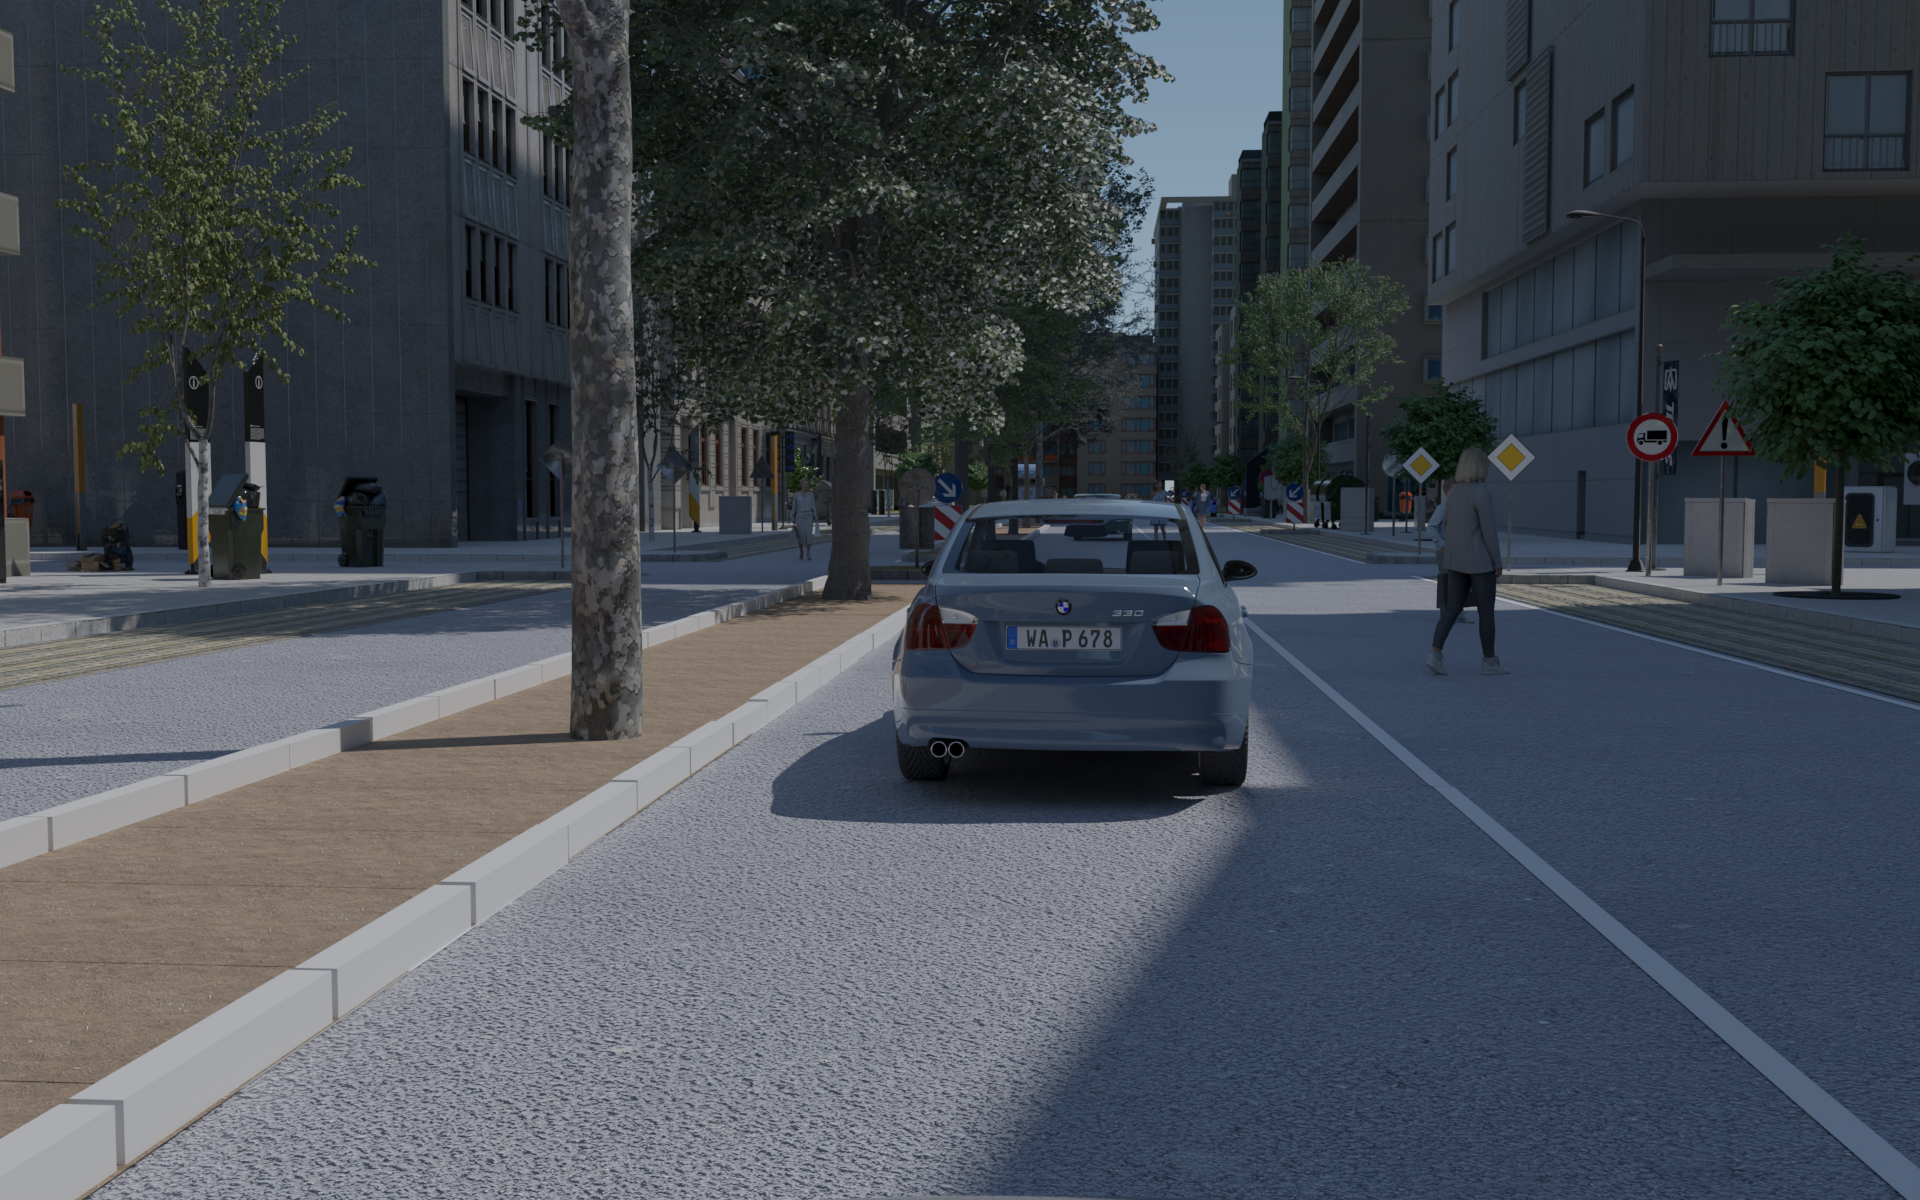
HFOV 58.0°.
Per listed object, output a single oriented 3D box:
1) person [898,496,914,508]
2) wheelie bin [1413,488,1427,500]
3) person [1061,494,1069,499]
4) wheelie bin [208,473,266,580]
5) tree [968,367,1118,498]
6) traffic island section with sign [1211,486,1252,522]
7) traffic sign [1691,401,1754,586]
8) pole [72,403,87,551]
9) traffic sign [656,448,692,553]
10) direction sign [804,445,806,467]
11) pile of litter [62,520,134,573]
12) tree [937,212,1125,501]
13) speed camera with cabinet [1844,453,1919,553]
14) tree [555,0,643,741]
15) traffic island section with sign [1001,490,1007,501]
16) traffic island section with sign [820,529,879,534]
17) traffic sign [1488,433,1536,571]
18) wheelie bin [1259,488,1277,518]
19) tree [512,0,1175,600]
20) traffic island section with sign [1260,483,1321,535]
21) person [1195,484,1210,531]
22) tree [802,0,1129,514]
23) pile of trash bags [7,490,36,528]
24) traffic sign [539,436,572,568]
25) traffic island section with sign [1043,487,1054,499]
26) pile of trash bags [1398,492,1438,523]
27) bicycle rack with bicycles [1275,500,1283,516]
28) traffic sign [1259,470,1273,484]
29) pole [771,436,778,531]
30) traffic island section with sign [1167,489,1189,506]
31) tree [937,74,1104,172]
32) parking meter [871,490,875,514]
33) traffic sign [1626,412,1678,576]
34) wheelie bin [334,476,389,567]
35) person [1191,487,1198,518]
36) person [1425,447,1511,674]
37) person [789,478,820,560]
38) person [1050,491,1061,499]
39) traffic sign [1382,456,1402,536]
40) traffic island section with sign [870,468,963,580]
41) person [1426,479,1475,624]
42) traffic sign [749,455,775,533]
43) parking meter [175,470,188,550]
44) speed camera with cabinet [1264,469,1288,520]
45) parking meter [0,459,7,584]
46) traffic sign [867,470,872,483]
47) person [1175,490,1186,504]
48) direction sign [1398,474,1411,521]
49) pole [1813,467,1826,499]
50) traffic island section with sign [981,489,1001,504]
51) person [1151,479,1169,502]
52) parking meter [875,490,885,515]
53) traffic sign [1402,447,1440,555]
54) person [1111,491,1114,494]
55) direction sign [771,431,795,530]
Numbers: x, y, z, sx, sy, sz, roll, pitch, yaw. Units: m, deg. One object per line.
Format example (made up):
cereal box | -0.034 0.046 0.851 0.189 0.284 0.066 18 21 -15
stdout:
person | -2.735 -4.725 86.022 0.850 1.792 0.678 3 4 39
wheelie bin | 22.704 -4.707 84.860 0.980 1.594 0.693 1 4 16
person | 8.957 -8.344 148.108 0.799 1.438 0.628 -2 4 -33
wheelie bin | -10.928 -1.114 26.124 0.980 1.594 0.693 2 4 35
tree | 4.549 -9.724 95.863 8.767 10.594 7.601 0 4 5
traffic island section with sign | 13.885 -4.903 88.789 1.989 1.847 2.006 0 4 5
traffic sign | 10.643 -1.479 24.190 0.884 2.594 0.081 0 4 5
pole | -19.851 -2.765 39.052 0.158 3.312 0.155 0 3 0
traffic sign | -6.257 -2.097 37.928 0.795 2.450 0.064 0 4 5
direction sign | -7.133 -5.362 79.660 0.379 3.537 0.876 0 4 0
pile of litter | -14.428 -0.922 29.040 1.176 0.858 1.719 -1 4 -10
tree | 1.978 -8.083 60.376 9.928 11.665 9.643 0 3 0
speed camera with cabinet | 20.156 -2.634 37.399 0.660 3.252 2.038 -2 4 -35
tree | -3.222 -9.308 10.529 12.611 20.169 13.585 0 3 0
traffic island section with sign | 4.254 -9.685 166.974 1.989 1.847 2.006 0 4 5
traffic island section with sign | -3.991 -3.310 62.745 1.989 1.847 2.006 0 4 5
traffic sign | 9.106 -1.532 28.688 0.795 2.450 0.064 0 4 5
wheelie bin | 16.216 -5.102 91.330 0.980 1.594 0.693 -1 4 -17
tree | -1.524 -6.977 23.186 9.857 13.997 8.962 0 3 0
traffic island section with sign | 11.768 -3.259 61.917 1.989 1.847 2.006 0 4 5
person | 9.499 -3.614 67.606 0.581 1.822 0.654 2 4 25
tree | -0.046 -7.277 39.565 7.486 12.596 7.792 0 3 0
pile of trash bags | -22.438 -1.843 39.882 1.912 1.369 3.447 0 4 2
traffic sign | -6.887 -1.610 29.968 0.795 2.450 0.064 0 4 5
traffic island section with sign | 5.700 -6.357 112.075 2.006 1.907 1.989 0 4 5
pile of trash bags | 20.862 -4.086 76.562 1.912 1.369 3.447 -3 5 -40
bicycle rack with bicycles | 19.476 -5.534 103.855 2.852 0.926 2.925 0 4 1
traffic sign | 16.520 -5.704 93.371 0.768 2.556 0.104 0 4 6
pole | -6.522 -4.098 60.850 0.158 3.312 0.155 0 3 0
traffic island section with sign | 17.798 -7.928 138.256 1.989 1.847 2.006 0 4 5
tree | 0.904 -8.348 49.321 12.009 13.543 11.850 0 3 0
parking meter | -5.452 -6.198 109.743 0.372 1.533 0.369 0 3 0
traffic sign | 10.797 -1.650 27.092 0.768 2.556 0.104 1 4 11
wheelie bin | -10.511 -1.385 30.548 0.693 1.594 0.980 2 4 34
person | 13.268 -5.442 97.435 0.622 1.834 0.822 1 4 19
person | 4.002 -0.312 13.790 0.728 1.800 0.709 -1 4 -22
person | -3.358 -1.768 37.754 0.694 1.780 0.624 0 4 6
person | 10.269 -10.901 186.825 1.348 1.812 0.705 0 4 0
traffic sign | 13.214 -3.218 52.717 0.768 2.556 0.104 1 4 10
traffic island section with sign | -0.808 -1.324 29.786 2.006 1.907 1.989 0 4 5
person | 5.426 -0.540 19.142 0.589 1.601 0.330 -2 4 -25
traffic sign | -6.597 -3.531 57.737 0.884 2.594 0.081 1 4 9
parking meter | -17.808 -2.090 39.875 0.255 1.863 0.399 2 4 30
speed camera with cabinet | 16.345 -5.674 87.104 2.038 3.252 0.660 -1 4 -15
parking meter | -13.866 -1.166 24.783 0.399 1.863 0.255 3 5 42
traffic sign | -4.821 -5.343 87.469 0.768 2.556 0.104 1 4 8
person | 18.430 -8.267 144.382 1.217 1.735 0.721 -2 4 -27
direction sign | 20.960 -5.505 81.997 0.379 3.537 0.876 -3 5 -43
pole | 13.838 -2.080 27.859 0.158 3.312 0.155 0 3 0
traffic island section with sign | 2.080 -8.007 139.535 1.989 1.847 2.006 0 4 5
person | 5.173 -2.239 45.199 0.616 1.811 0.778 1 4 23
parking meter | -4.836 -6.038 107.135 0.372 1.533 0.369 0 3 0
traffic sign | 9.736 -2.019 36.648 0.795 2.450 0.064 0 4 5
person | 16.075 -10.669 183.760 0.721 1.723 1.217 -1 4 -22
direction sign | -6.389 -4.310 62.463 0.876 3.537 0.379 1 4 11
